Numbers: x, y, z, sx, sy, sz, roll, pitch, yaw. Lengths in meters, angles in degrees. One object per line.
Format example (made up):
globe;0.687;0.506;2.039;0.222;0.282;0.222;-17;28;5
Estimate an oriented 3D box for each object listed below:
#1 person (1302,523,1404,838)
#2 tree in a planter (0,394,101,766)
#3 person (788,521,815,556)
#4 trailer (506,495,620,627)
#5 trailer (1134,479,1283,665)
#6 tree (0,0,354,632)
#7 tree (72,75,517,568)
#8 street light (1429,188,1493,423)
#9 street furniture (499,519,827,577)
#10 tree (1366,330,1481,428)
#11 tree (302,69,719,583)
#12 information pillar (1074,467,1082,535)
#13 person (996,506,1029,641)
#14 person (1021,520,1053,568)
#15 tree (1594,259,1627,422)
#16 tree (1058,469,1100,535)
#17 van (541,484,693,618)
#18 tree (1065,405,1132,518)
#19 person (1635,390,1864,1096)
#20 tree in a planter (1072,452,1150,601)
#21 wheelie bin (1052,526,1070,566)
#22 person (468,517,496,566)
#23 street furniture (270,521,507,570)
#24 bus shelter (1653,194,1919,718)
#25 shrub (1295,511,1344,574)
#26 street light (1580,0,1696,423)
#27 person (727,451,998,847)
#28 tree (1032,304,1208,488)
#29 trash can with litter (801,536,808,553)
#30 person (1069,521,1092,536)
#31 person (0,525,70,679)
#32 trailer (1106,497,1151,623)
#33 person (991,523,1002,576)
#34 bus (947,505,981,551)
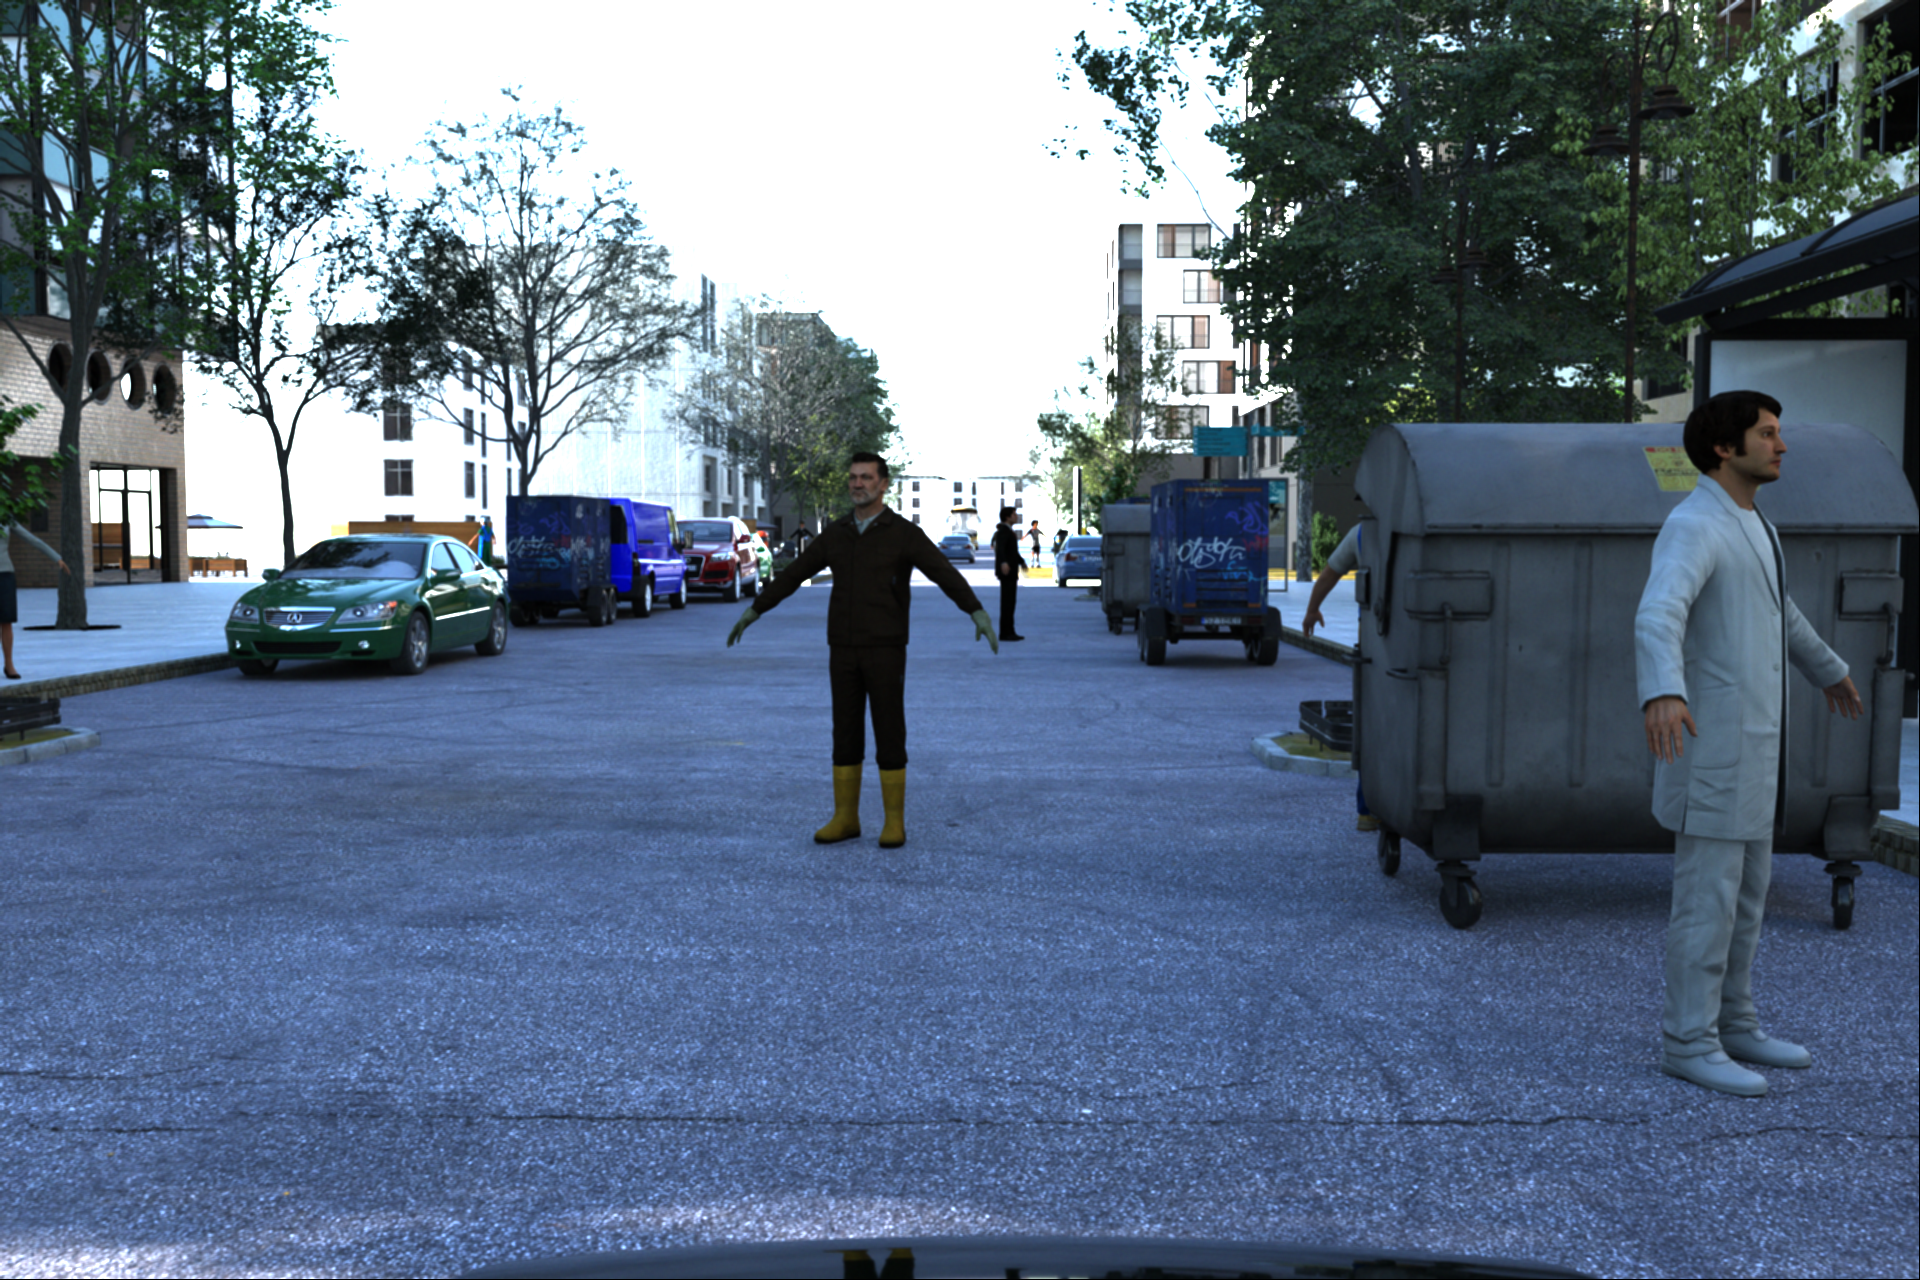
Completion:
person;2.107;0.001;8.300;0.705;1.847;1.347;-3;4;-36
tree in a planter;-6.823;-0.853;11.172;1.991;3.239;1.994;0;4;1
person;-6.794;-4.194;74.499;1.347;1.837;0.705;0;4;6
trailer;-6.216;-1.181;26.358;1.471;1.999;3.904;0;4;1
trailer;2.744;-0.789;19.944;1.471;1.999;3.904;0;4;0
tree;-11.783;-5.944;22.936;9.928;11.665;9.643;0;3;0
tree;-12.699;-6.018;32.810;8.767;10.594;7.601;-1;4;-15
street light;6.792;-3.110;23.639;0.468;5.910;1.993;0;4;1
street furniture;-7.851;-2.786;52.404;9.812;1.723;11.010;3;5;43
tree;15.801;-6.598;58.243;4.737;8.622;4.395;0;3;0
tree;-11.500;-8.271;45.608;12.009;13.543;11.850;0;3;0
information pillar;4.151;-4.264;61.035;0.184;3.620;1.656;0;3;0
person;0.681;-0.899;23.335;0.705;1.806;1.347;1;4;14
person;2.872;-3.640;65.660;1.345;1.843;0.704;-2;4;-24
tree;23.734;-7.856;54.209;9.928;11.665;9.643;0;3;0
tree;17.965;-20.700;245.102;9.857;13.997;8.962;0;3;0
van;-6.231;-1.651;31.374;2.240;2.365;5.245;0;4;2
tree;7.732;-9.115;99.389;4.360;8.622;3.978;0;3;0
person;2.056;0.248;4.581;0.705;1.806;1.347;3;5;44
tree in a planter;3.464;-2.472;37.643;1.991;3.239;1.994;0;4;0
wheelie bin;3.936;-3.643;67.473;0.693;1.594;0.980;0;4;0
person;-15.350;-3.044;55.902;0.704;1.817;1.347;1;4;22
street furniture;-20.704;-3.285;60.570;9.812;1.723;11.010;-3;4;-36
bus shelter;5.837;-0.956;9.551;2.014;3.302;5.546;0;4;2
shrub;11.505;-3.119;55.408;1.690;2.028;1.600;0;3;0
street light;5.941;-2.604;15.360;0.468;5.910;1.993;0;4;1
person;-0.436;0.035;8.027;1.346;1.812;0.704;1;4;20
tree;6.610;-8.379;71.405;8.767;10.594;7.601;2;4;27
trash can with litter;-5.926;-3.465;67.708;1.678;1.210;2.233;0;4;1
person;4.892;-3.928;70.196;1.349;1.833;0.705;0;4;-8
person;-8.485;-0.513;15.212;1.217;1.735;0.721;-3;5;-42
trailer;3.102;-1.319;28.615;1.471;1.999;3.904;0;4;0
person;1.352;-3.046;58.449;0.705;1.806;1.347;-2;4;-29
bus;0.412;-9.854;152.659;2.896;3.916;12.252;0;4;1
